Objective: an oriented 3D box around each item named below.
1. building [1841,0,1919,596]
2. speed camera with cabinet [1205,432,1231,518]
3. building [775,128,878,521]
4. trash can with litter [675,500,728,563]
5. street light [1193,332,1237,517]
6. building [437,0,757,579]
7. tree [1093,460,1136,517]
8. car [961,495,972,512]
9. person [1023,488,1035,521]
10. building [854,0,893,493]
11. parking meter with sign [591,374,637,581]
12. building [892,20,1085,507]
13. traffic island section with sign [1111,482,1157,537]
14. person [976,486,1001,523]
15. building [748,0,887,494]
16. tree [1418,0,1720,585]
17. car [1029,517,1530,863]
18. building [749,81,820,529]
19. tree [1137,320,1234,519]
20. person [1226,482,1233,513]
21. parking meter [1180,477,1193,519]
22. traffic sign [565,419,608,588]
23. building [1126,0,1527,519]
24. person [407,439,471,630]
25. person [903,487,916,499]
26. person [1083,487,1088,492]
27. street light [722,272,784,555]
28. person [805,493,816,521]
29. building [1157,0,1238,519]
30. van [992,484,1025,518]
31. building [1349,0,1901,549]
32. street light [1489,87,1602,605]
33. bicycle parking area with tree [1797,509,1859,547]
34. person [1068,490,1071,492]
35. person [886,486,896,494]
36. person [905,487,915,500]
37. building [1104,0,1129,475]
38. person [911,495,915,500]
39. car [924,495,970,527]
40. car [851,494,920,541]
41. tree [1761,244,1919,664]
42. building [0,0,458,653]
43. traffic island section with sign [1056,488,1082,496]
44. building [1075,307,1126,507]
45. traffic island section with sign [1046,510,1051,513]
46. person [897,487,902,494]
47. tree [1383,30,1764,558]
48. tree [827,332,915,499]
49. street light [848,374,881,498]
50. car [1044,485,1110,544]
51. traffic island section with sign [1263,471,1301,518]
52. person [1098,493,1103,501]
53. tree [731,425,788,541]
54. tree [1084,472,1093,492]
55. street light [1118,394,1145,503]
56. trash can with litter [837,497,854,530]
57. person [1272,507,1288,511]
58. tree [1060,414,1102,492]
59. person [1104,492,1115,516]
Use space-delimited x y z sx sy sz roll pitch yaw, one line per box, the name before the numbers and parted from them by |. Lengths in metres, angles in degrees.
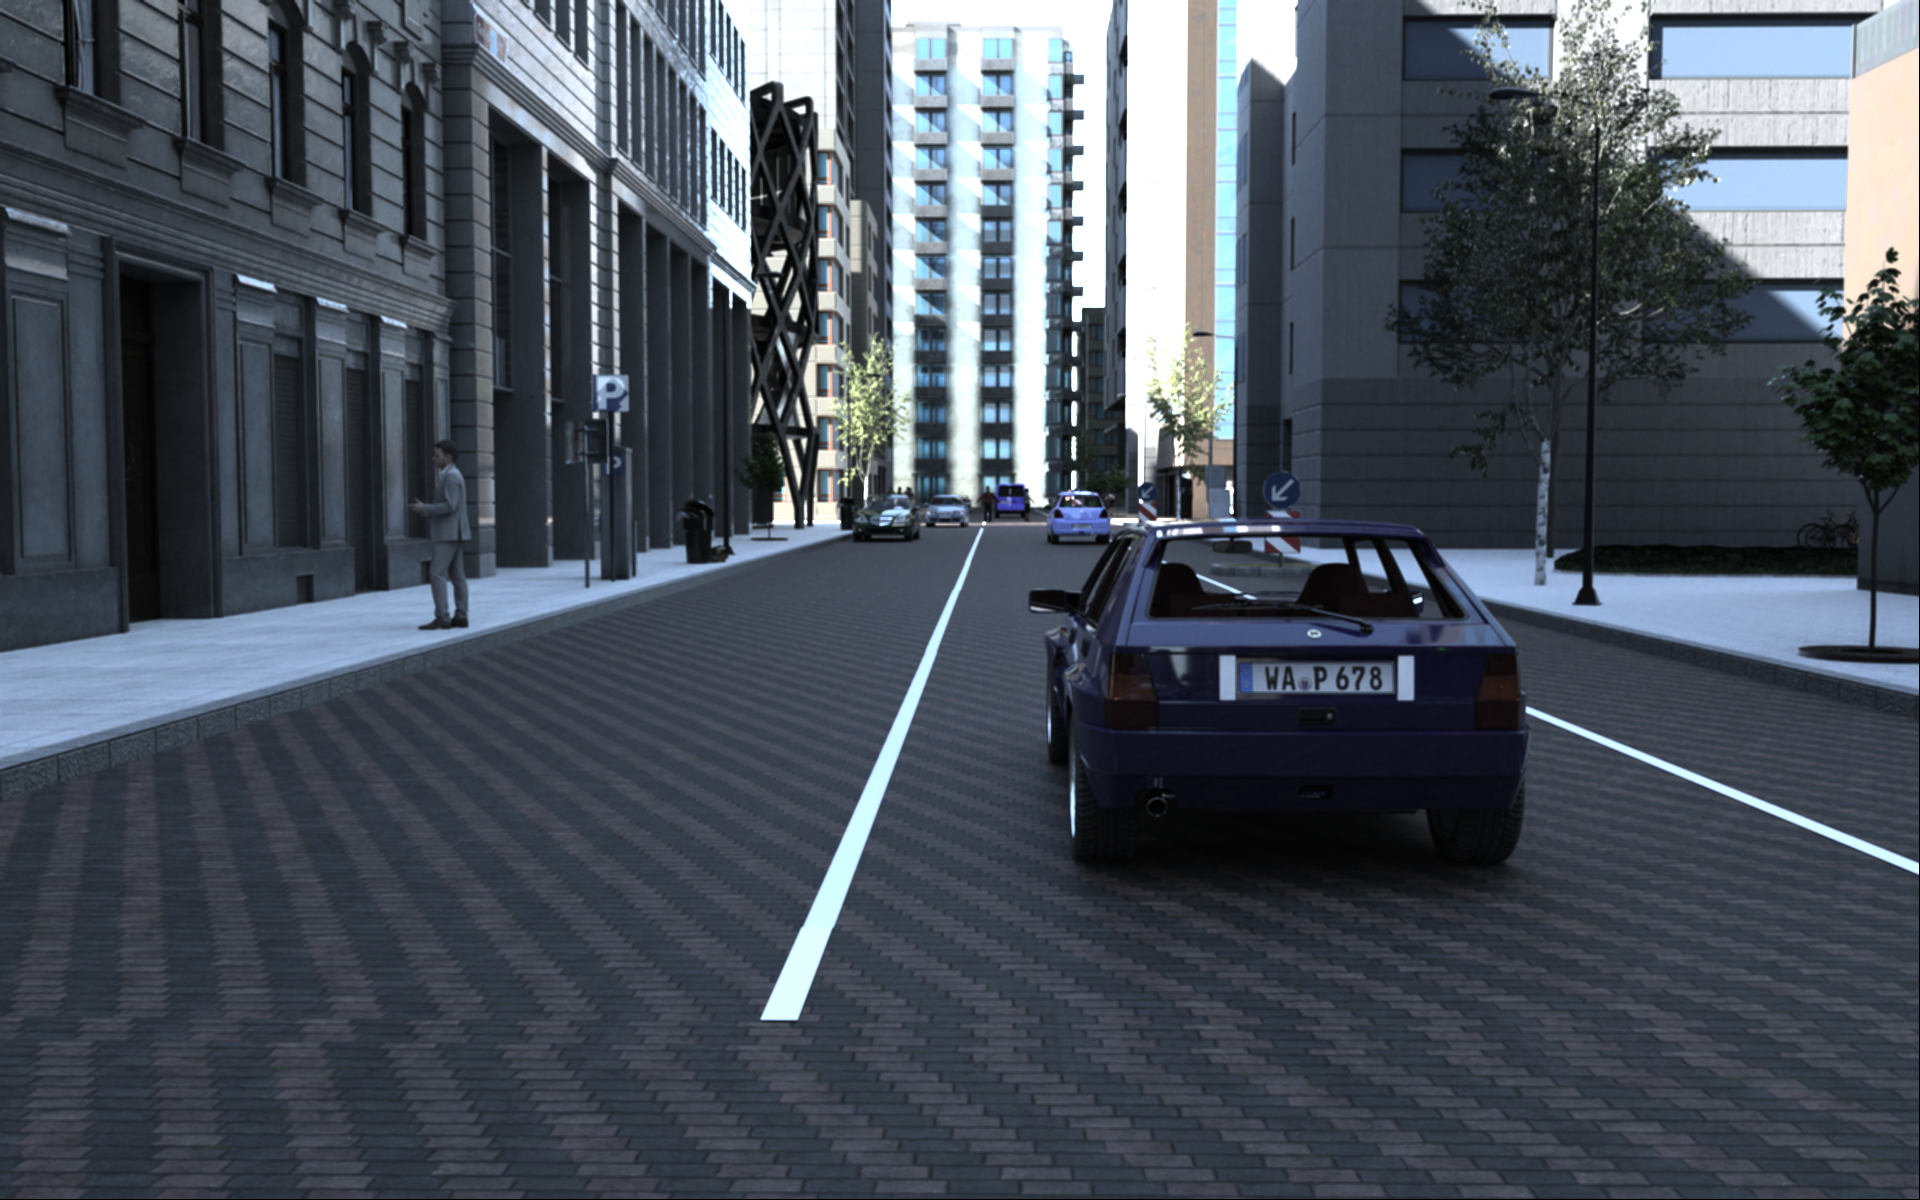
building | 18.625 -22.299 14.708 14.200 45.320 14.600 0 4 1
speed camera with cabinet | 8.126 -3.678 54.464 0.660 3.252 2.038 0 4 2
building | -19.409 -15.405 96.907 27.650 21.520 28.899 0 4 1
trash can with litter | -4.797 -1.280 32.318 0.624 1.170 1.055 1 4 22
street light | 7.366 -4.722 49.749 1.470 5.913 1.316 0 4 1
building | -12.349 -16.064 40.140 11.434 29.767 29.804 0 4 1
tree | 8.854 -6.337 98.216 1.663 3.219 1.824 0 3 0
car | -0.034 -7.588 136.636 1.945 1.354 3.894 0 4 3
person | 3.630 -5.042 91.724 0.721 1.735 1.217 -2 4 -25
building | -19.832 -36.763 143.067 28.212 58.520 21.231 0 4 1
parking meter with sign | -5.173 -1.829 26.164 0.543 3.016 1.738 0 4 -5
building | -2.698 -34.156 178.067 30.456 49.044 23.786 0 4 1
traffic island section with sign | 6.089 -3.014 57.910 1.989 1.847 2.006 0 4 1
person | 1.423 -4.825 87.359 1.348 1.831 0.705 -1 4 -18
building | -15.679 -41.700 120.040 20.563 71.187 20.611 0 4 1
tree | 8.335 -4.526 24.366 4.360 8.622 3.978 0 3 0
car | 1.306 0.275 8.086 1.945 1.354 3.894 0 4 1
building | -13.809 -12.030 64.147 16.820 18.784 16.811 0 4 1
tree | 9.449 -7.520 73.321 4.737 8.622 4.395 0 3 0
person | 12.472 -4.529 79.976 0.514 1.842 0.818 -1 4 -20
parking meter | 7.757 -3.280 59.341 0.255 1.863 0.399 -2 4 -34
traffic sign | -5.090 -1.314 23.606 0.606 2.300 0.079 1 4 10
building | 21.371 -34.837 111.591 21.231 58.520 28.212 0 4 1
person | -4.975 -0.631 16.554 0.583 1.804 0.606 -1 4 -17
person | -3.943 -7.580 129.967 1.348 1.826 0.705 -1 4 -15
person | 10.613 -8.478 144.532 0.599 1.838 0.709 -3 4 -36
street light | -4.386 -3.902 36.341 1.470 5.913 1.316 0 4 1
person | -7.076 -4.572 81.075 0.678 1.792 0.850 -1 4 -11
building | 18.030 -26.959 90.893 14.600 45.320 14.200 0 4 1
van | 3.047 -6.144 104.831 2.240 2.365 5.245 0 4 1
building | 19.187 -31.220 52.445 21.231 58.520 28.212 0 4 1
street light | 6.745 -2.900 19.957 1.470 5.913 1.316 0 4 1
bicycle parking area with tree | 21.512 -2.901 34.440 9.016 4.147 8.231 2 4 29
person | 5.392 -4.592 85.049 0.415 1.643 0.593 -2 4 -24
person | -4.121 -5.923 103.594 1.217 1.735 0.721 0 4 -2
person | -3.455 -6.706 116.410 1.217 1.743 0.721 3 5 42
building | 25.923 -33.695 140.157 28.713 52.752 27.495 0 4 1
person | -3.940 -7.952 136.604 0.990 1.755 0.434 -2 4 -29
car | -0.546 -3.950 76.590 2.014 1.417 4.499 0 4 3
car | -2.259 -2.584 54.049 2.131 1.459 4.920 0 4 3
tree | 7.274 -1.152 13.435 1.663 3.219 1.824 0 3 0
building | -12.376 -10.230 16.411 9.793 20.994 18.267 0 4 1
traffic island section with sign | 7.149 -6.093 108.256 1.989 1.847 2.006 0 4 1
building | 26.998 -20.455 179.485 28.899 21.520 27.650 0 4 1
traffic island section with sign | 7.710 -7.744 135.244 1.989 1.847 2.006 0 4 1
person | -3.813 -6.435 111.941 0.721 1.739 1.217 -3 4 -37
tree | 12.191 -6.128 34.612 7.601 10.594 8.767 0 4 4
tree | -4.230 -7.899 79.514 4.737 8.622 4.395 0 3 0
street light | -3.751 -5.782 67.077 1.470 5.913 1.316 0 4 1
car | 3.443 -2.517 50.745 1.945 1.707 3.694 0 3 0
traffic island section with sign | 5.526 -1.366 30.960 1.989 1.847 2.006 0 4 1
person | 10.863 -7.812 135.243 0.593 1.643 0.415 1 4 10
tree | -5.277 -3.282 48.255 1.663 3.219 1.824 0 3 0
tree | 9.662 -7.718 120.782 1.663 3.219 1.824 0 3 0
street light | 8.029 -6.616 80.714 1.470 5.913 1.316 0 4 1
trash can with litter | -4.082 -3.091 61.918 0.624 1.170 1.055 0 4 -3
person | 7.901 -2.253 43.084 0.606 1.804 0.583 -3 4 -36
tree | 11.227 -12.709 158.159 4.737 8.622 4.395 0 3 0
person | 8.797 -5.675 102.015 0.628 1.438 0.799 0 4 7
